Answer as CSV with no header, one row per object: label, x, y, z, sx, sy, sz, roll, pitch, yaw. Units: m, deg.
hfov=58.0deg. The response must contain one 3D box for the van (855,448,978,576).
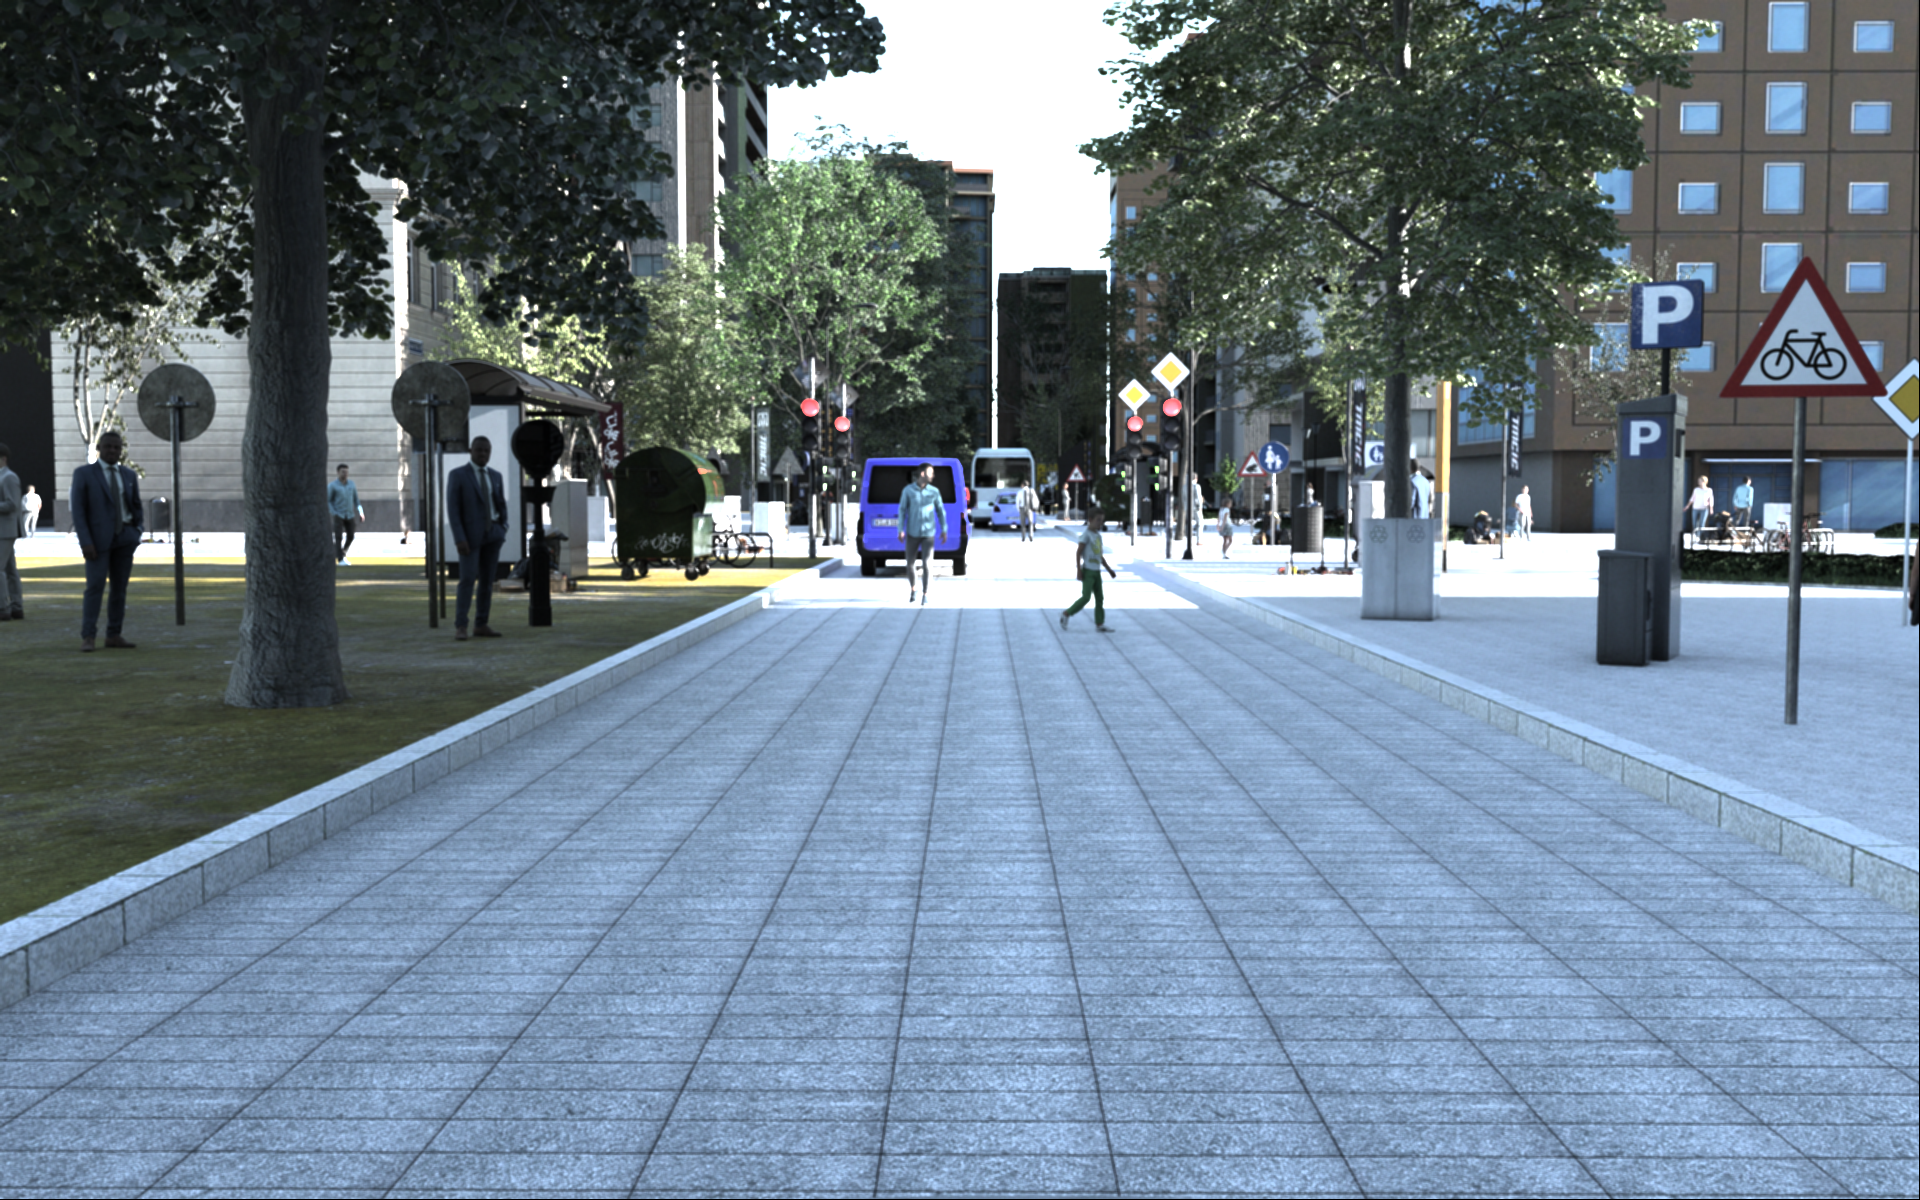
van,-0.790,-1.690,32.012,2.240,2.365,5.245,0,4,1

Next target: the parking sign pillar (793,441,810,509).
parking sign pillar,-7.020,-5.511,78.576,1.447,3.967,1.447,1,4,15

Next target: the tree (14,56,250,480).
tree,-12.963,-4.639,26.210,4.360,8.622,3.978,0,3,0

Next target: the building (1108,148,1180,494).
building,26.618,-34.966,221.808,14.200,45.320,14.600,0,4,1

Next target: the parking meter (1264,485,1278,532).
parking meter,8.928,-2.528,49.740,0.372,1.533,0.369,0,3,0

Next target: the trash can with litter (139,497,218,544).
trash can with litter,-20.601,-2.093,45.277,2.233,1.210,1.678,0,4,6

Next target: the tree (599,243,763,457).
tree,-12.523,-9.781,78.049,7.486,12.596,7.792,0,3,0

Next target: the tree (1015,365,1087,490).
tree,5.440,-8.971,97.046,4.360,8.622,3.978,0,3,0

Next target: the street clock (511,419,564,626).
street clock,-4.098,-0.751,16.850,0.471,2.002,0.358,-2,4,-25

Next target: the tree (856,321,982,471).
tree,-3.242,-11.970,112.718,9.611,12.733,9.660,0,3,0

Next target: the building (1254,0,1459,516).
building,32.429,-31.167,98.822,28.713,52.752,27.495,0,4,1

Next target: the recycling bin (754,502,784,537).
recycling bin,-5.813,-2.436,52.389,0.722,1.027,0.722,2,4,33

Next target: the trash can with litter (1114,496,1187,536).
trash can with litter,5.616,-2.596,53.495,1.678,1.210,2.233,-2,4,-28

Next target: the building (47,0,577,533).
building,-23.827,-16.565,68.103,12.463,27.353,25.104,0,4,1

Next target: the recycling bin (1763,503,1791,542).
recycling bin,21.949,-2.062,46.263,0.722,1.027,0.722,3,5,43

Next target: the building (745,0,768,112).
building,-27.557,-31.700,141.995,21.300,48.544,21.600,0,4,1

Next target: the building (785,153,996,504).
building,-9.820,-34.894,225.134,28.867,44.769,22.147,0,4,1

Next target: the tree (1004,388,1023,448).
tree,7.124,-12.150,133.068,8.767,10.594,7.601,3,5,45

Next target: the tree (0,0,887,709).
tree,-4.174,-6.344,10.375,9.857,13.997,8.962,0,3,0

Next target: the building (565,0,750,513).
building,-23.125,-26.958,124.360,14.154,41.232,14.086,0,4,1

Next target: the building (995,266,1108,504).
building,11.640,-27.597,222.908,14.107,30.474,14.160,0,4,1

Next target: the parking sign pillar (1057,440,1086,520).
parking sign pillar,5.518,-5.944,85.649,1.447,3.967,1.447,1,4,18

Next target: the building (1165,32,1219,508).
building,31.241,-31.174,164.322,22.147,44.769,28.867,0,4,1

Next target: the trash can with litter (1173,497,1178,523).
trash can with litter,9.488,-4.026,77.213,0.624,1.170,1.055,1,4,13

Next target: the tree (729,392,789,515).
tree,-12.373,-9.395,103.972,4.360,8.622,3.978,0,3,0

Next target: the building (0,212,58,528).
building,-47.559,-16.471,62.809,24.014,27.812,14.314,0,4,1

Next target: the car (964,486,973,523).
car,-0.296,-4.803,87.207,2.281,1.827,5.304,0,4,1

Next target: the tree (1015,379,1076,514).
tree,5.590,-9.702,108.984,4.737,8.622,4.395,0,3,0

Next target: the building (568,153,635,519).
building,-25.714,-13.596,89.743,16.820,18.784,16.811,0,4,1

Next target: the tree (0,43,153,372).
tree,-11.871,-4.308,20.802,4.737,8.622,4.395,0,3,0

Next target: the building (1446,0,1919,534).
building,26.163,-25.134,61.046,14.200,45.320,14.600,0,4,1

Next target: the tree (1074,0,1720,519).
tree,5.263,-6.300,21.128,7.486,12.596,7.792,0,3,0

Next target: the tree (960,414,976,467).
tree,-1.791,-16.312,184.824,7.486,12.596,7.792,0,3,0

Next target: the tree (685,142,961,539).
tree,-4.119,-7.623,50.384,9.928,11.665,9.643,0,3,0

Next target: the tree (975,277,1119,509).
tree,7.617,-17.922,148.913,12.611,20.169,13.585,0,3,0

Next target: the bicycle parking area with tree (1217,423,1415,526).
bicycle parking area with tree,14.749,-5.207,72.138,9.016,4.147,8.231,1,4,21

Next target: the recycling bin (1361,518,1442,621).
recycling bin,4.565,-0.327,17.900,0.722,1.027,0.722,1,4,22

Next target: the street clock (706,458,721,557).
street clock,-5.071,-1.867,35.097,0.358,2.002,0.471,2,4,27

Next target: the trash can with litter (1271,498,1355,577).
trash can with litter,5.955,-1.014,27.630,2.233,1.210,1.678,0,4,-2

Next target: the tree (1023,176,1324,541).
tree,6.324,-6.887,47.011,7.601,10.594,8.767,1,4,13

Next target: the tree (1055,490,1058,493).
tree,6.590,-7.376,115.203,1.663,3.219,1.824,0,3,0

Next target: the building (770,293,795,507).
building,-23.914,-24.574,173.490,14.107,30.474,14.160,0,4,1

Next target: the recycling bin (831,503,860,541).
recycling bin,-3.056,-2.142,47.570,0.722,1.027,0.722,3,5,44

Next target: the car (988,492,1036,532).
car,2.059,-3.520,67.139,1.945,1.707,3.694,0,4,0

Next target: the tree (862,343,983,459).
tree,-2.643,-10.283,102.545,8.767,10.594,7.601,1,4,9

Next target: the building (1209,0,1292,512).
building,30.827,-36.295,135.419,21.231,58.520,28.212,0,4,1

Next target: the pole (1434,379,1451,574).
pole,7.719,-2.072,27.721,0.158,3.312,0.155,0,3,0

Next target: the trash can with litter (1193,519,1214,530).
trash can with litter,8.033,-3.103,61.799,1.678,1.210,2.233,-3,5,-40

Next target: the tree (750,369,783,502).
tree,-11.595,-8.925,96.286,4.737,8.622,4.395,0,3,0
